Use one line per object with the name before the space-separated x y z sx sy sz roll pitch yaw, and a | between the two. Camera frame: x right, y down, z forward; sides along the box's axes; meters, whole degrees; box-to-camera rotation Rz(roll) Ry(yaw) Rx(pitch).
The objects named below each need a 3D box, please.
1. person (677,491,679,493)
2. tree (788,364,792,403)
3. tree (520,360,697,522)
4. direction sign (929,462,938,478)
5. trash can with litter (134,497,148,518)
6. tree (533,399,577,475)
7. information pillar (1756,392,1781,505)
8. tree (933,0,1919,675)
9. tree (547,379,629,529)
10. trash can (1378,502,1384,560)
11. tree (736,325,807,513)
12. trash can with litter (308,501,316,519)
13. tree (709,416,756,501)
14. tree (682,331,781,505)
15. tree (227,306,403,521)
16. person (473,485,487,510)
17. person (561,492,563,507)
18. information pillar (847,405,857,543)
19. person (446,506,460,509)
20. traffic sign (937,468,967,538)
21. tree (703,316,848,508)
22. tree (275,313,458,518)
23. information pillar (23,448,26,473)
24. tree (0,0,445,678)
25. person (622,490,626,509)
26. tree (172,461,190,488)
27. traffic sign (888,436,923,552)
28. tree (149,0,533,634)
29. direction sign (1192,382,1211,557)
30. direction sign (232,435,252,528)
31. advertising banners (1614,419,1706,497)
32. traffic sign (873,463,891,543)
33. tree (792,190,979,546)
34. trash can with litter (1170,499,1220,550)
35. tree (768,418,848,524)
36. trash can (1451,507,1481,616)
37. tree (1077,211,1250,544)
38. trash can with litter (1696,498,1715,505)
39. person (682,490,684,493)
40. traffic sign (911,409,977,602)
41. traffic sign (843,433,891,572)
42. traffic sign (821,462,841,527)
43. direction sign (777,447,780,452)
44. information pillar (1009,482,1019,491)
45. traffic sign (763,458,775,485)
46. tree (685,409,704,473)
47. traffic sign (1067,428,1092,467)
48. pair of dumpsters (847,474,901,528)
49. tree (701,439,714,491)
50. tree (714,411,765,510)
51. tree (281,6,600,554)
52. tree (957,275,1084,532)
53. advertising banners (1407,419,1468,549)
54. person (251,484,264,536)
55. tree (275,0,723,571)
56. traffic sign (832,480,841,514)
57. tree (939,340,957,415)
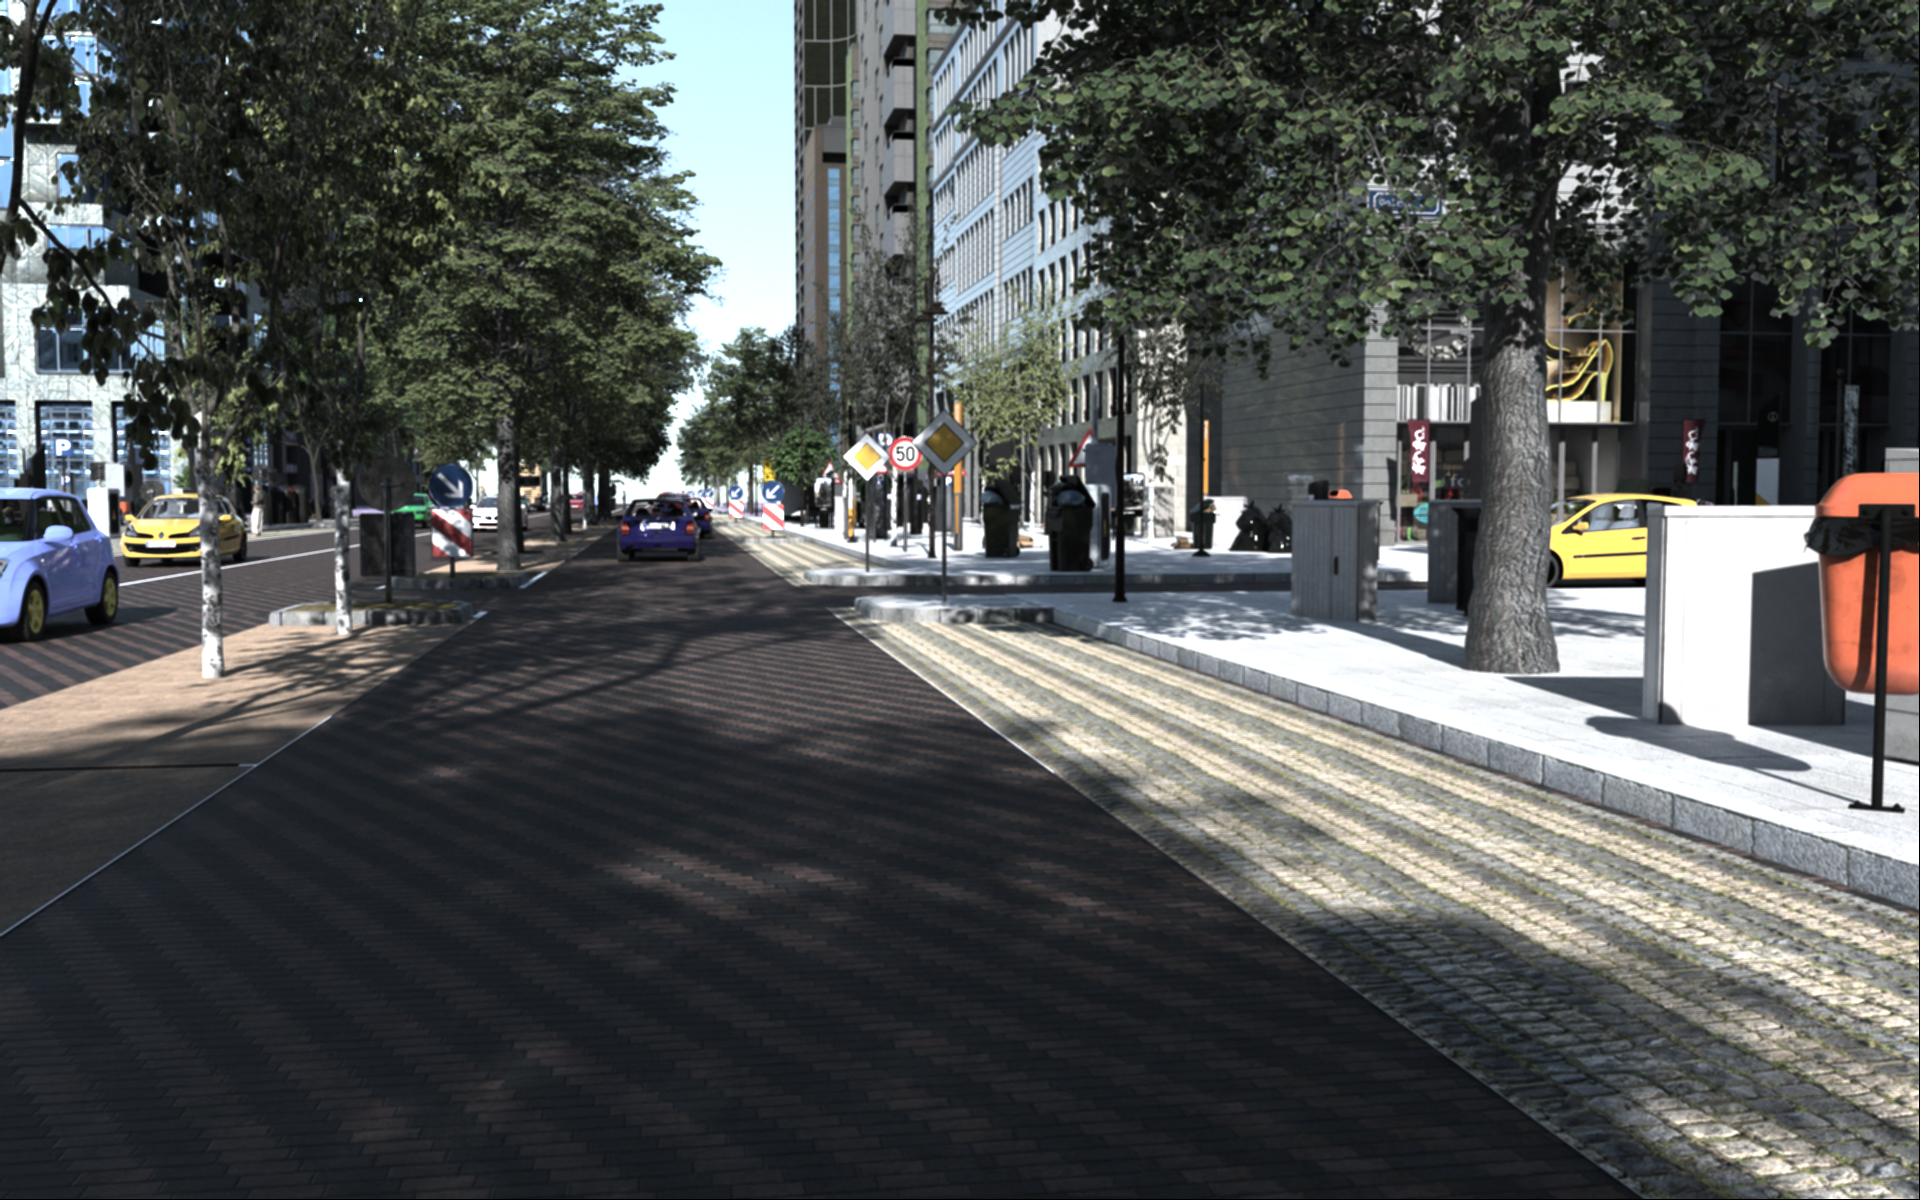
person | -40.435 -14.664 248.243 1.348 1.826 0.705 3 5 40
tree | -3.834 -6.541 57.306 4.360 8.622 3.978 0 3 0
tree | -18.222 -10.301 87.885 9.611 12.733 9.660 0 3 0
direction sign | -1.129 -5.783 86.543 0.876 3.537 0.379 -2 4 -27
trash can with litter | -29.788 -3.163 63.108 0.624 1.170 1.055 -1 4 -15
tree | -16.618 -10.298 77.482 9.857 13.997 8.962 0 3 0
information pillar | 18.739 -2.984 40.143 0.504 3.616 0.183 3 4 38
tree | 3.913 -6.458 12.250 9.857 13.997 8.962 0 3 0
tree | -15.100 -7.140 69.551 4.360 8.622 3.978 0 3 0
trash can | 7.493 -1.258 32.218 0.748 1.137 0.748 0 3 0
tree | -13.658 -12.125 116.373 7.486 12.596 7.792 0 3 0
trash can with litter | -32.958 -4.657 87.526 1.055 1.170 0.624 -3 5 -42
tree | -19.248 -12.043 147.259 4.360 8.622 3.978 0 3 0
tree | -26.792 -21.038 199.866 12.611 20.169 13.585 0 3 0
tree | -30.264 -8.972 81.105 7.601 10.594 8.767 3 5 44
person | -20.356 -3.979 73.734 0.728 1.800 0.709 1 4 22
person | -44.012 -11.130 191.297 1.217 1.723 0.721 3 5 42
information pillar | -2.849 -3.333 45.852 0.183 3.616 0.504 1 4 11
person | -13.111 -2.213 44.952 0.793 1.790 0.793 -3 5 -43
traffic sign | -0.227 -3.107 50.808 0.884 2.594 0.081 0 4 -8
tree | -9.250 -9.540 90.390 7.601 10.594 8.767 -1 4 -10
tree | -33.247 -10.303 94.216 9.928 11.665 9.643 0 3 0
information pillar | -47.819 -5.945 88.557 0.183 3.616 0.504 -2 4 -30
tree | -5.759 -3.681 12.998 4.360 8.622 3.978 0 3 0
person | -32.921 -9.854 169.702 0.705 1.814 1.350 0 4 0
tree | -41.530 -6.030 93.197 1.663 3.219 1.824 0 3 0
traffic sign | -1.209 -2.339 38.353 0.768 2.556 0.104 0 4 -3
tree | -6.351 -3.962 17.604 4.737 8.622 4.395 0 3 0
direction sign | 4.981 -2.669 35.639 0.379 3.537 0.876 0 4 5
direction sign | -27.500 -4.549 66.377 0.876 3.537 0.379 1 4 16
advertising banners | 16.362 -2.711 40.513 2.074 3.025 0.090 0 4 1
traffic sign | -2.256 -2.790 45.626 0.884 2.594 0.081 -1 4 -9
tree | -1.616 -5.651 42.761 4.360 8.622 3.978 0 3 0
trash can with litter | 5.452 -1.762 40.193 1.055 1.170 0.624 -1 4 -22
tree | -6.581 -5.590 75.111 4.285 4.588 4.351 0 3 0
trash can | 5.546 -0.401 18.218 0.748 1.137 0.748 0 3 0
tree | 5.164 -5.755 44.451 4.360 8.622 3.978 0 3 0
trash can with litter | 14.285 -1.398 33.915 2.233 1.210 1.678 -3 4 -36
person | -30.605 -11.214 191.814 0.705 1.831 1.348 -2 4 -30
traffic sign | -0.190 -1.033 20.533 0.795 2.450 0.064 -1 4 -10
traffic sign | -1.525 -1.515 28.406 0.795 2.450 0.064 -1 4 -10
traffic sign | -4.987 -4.075 66.632 0.884 2.594 0.081 0 4 -1
direction sign | -8.535 -5.610 83.723 0.876 3.537 0.379 3 5 40
information pillar | 1.983 -3.613 63.568 0.304 2.012 0.304 -2 4 -25
traffic sign | -9.932 -6.331 97.379 2.265 3.308 0.079 0 4 -7
tree | -21.817 -13.974 162.890 8.767 10.594 7.601 0 4 -1
traffic sign | 2.560 -2.101 34.351 0.884 2.594 0.081 0 4 -7
pair of dumpsters | -3.224 -3.816 64.878 1.574 2.255 4.437 -1 4 -10
tree | -25.631 -14.412 185.993 4.737 8.622 4.395 0 3 0
tree | -16.477 -11.289 134.939 4.737 8.622 4.395 0 3 0
tree | -10.766 -7.876 41.602 12.009 13.543 11.850 0 3 0
tree | 2.370 -6.615 58.525 4.737 8.622 4.395 0 3 0
advertising banners | 11.394 -2.688 40.143 2.074 3.025 0.090 2 4 25
person | -23.834 -3.036 58.687 0.362 1.759 0.519 1 4 10
tree | -8.229 -6.781 31.448 7.486 12.596 7.792 0 3 0
traffic sign | -6.241 -5.177 84.654 0.884 2.594 0.081 0 4 -1
tree | 1.198 -7.436 71.943 4.737 8.622 4.395 0 3 0
